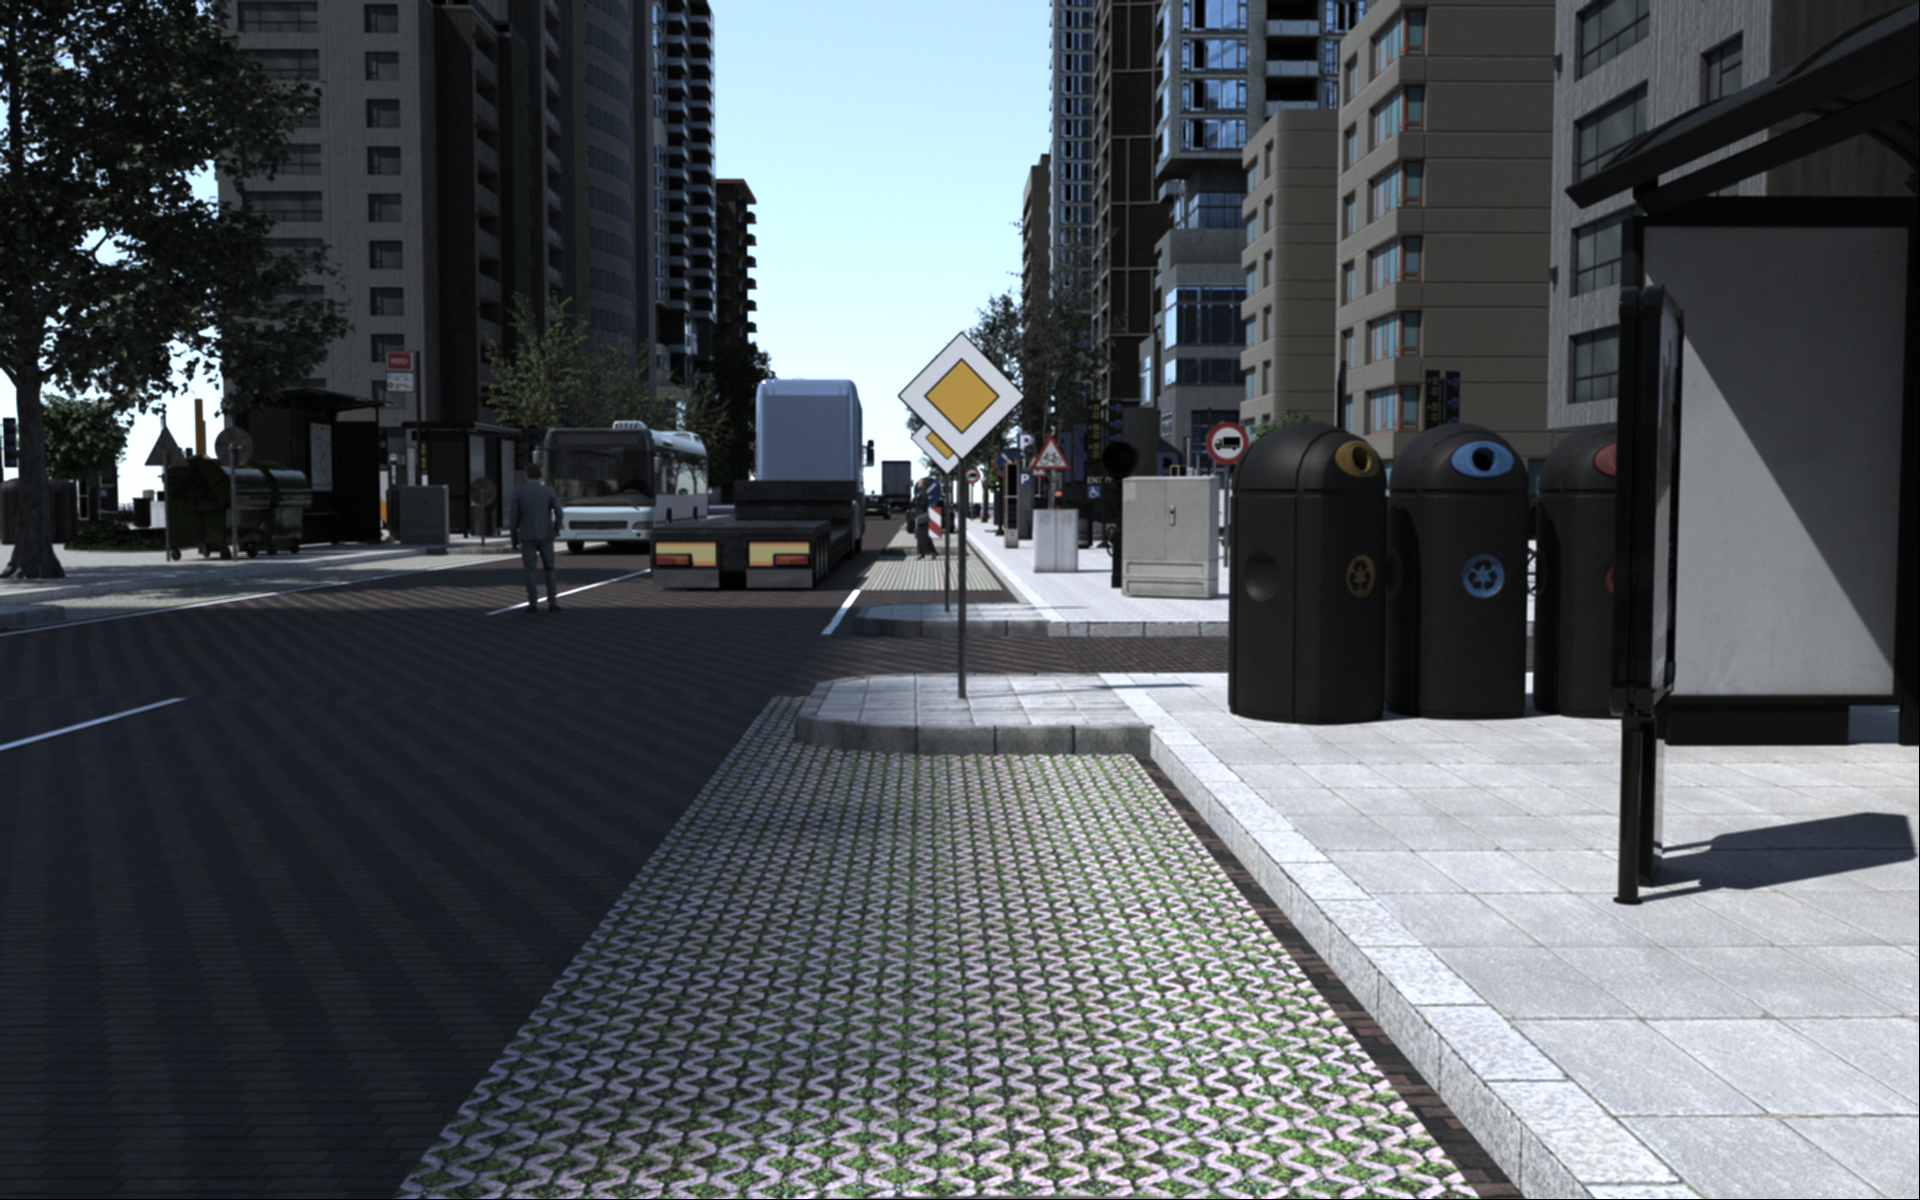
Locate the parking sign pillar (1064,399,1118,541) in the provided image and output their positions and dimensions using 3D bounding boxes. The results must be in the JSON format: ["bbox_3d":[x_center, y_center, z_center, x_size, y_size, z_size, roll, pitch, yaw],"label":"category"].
[{"bbox_3d":[3.752,-3.661,48.329,1.447,3.967,1.447,1,4,8],"label":"parking sign pillar"}]

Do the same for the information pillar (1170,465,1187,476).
[{"bbox_3d":[5.581,-2.433,44.277,0.304,2.012,0.304,-3,5,-40],"label":"information pillar"}]

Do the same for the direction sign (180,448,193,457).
[{"bbox_3d":[-37.775,-5.652,84.403,0.379,3.537,0.876,3,4,37],"label":"direction sign"}]

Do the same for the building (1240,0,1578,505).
[{"bbox_3d":[28.217,-13.930,72.797,27.650,21.520,28.899,0,4,-1],"label":"building"}]

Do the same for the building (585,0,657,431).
[{"bbox_3d":[-36.749,-36.338,136.119,21.231,58.520,28.212,0,4,-1],"label":"building"}]

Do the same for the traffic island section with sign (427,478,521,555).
[{"bbox_3d":[-11.539,-2.015,41.574,1.989,1.847,2.006,0,4,-1],"label":"traffic island section with sign"}]

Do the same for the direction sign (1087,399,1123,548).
[{"bbox_3d":[3.464,-3.031,41.548,0.876,3.537,0.379,-1,4,-10],"label":"direction sign"}]

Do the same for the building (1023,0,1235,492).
[{"bbox_3d":[19.846,-55.189,215.003,22.319,86.520,31.000,0,4,-1],"label":"building"}]

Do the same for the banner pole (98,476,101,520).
[{"bbox_3d":[-36.474,-5.102,73.438,0.401,3.779,0.863,-1,4,-19],"label":"banner pole"}]

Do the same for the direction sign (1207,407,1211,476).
[{"bbox_3d":[6.532,-3.270,45.461,0.379,3.537,0.876,0,4,4],"label":"direction sign"}]

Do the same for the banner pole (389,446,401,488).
[{"bbox_3d":[-29.193,-6.099,89.729,0.863,3.779,0.401,1,4,15],"label":"banner pole"}]

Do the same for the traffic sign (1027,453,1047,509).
[{"bbox_3d":[2.299,-3.286,53.724,0.884,2.594,0.081,0,4,0],"label":"traffic sign"}]

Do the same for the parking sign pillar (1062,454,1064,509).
[{"bbox_3d":[3.894,-4.048,54.651,1.447,3.967,1.447,1,4,16],"label":"parking sign pillar"}]

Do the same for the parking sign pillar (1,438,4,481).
[{"bbox_3d":[-46.544,-5.777,82.922,1.447,3.967,1.447,-1,4,-21],"label":"parking sign pillar"}]

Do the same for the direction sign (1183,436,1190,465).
[{"bbox_3d":[8.884,-4.650,68.027,0.379,3.537,0.876,0,4,-7],"label":"direction sign"}]

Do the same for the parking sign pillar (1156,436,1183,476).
[{"bbox_3d":[9.782,-5.631,80.546,1.447,3.967,1.447,2,4,28],"label":"parking sign pillar"}]

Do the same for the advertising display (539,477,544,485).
[{"bbox_3d":[-15.544,-3.707,65.821,0.974,1.923,0.123,-1,4,-16],"label":"advertising display"}]

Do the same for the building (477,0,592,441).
[{"bbox_3d":[-33.001,-26.396,115.176,14.154,41.232,14.086,0,4,-1],"label":"building"}]

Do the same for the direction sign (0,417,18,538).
[{"bbox_3d":[-28.351,-3.622,51.212,0.876,3.537,0.379,-1,4,-19],"label":"direction sign"}]

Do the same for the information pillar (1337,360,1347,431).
[{"bbox_3d":[6.612,-2.367,30.062,0.183,3.616,0.504,1,4,21],"label":"information pillar"}]

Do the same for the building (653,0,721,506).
[{"bbox_3d":[-39.343,-54.439,202.755,22.319,86.520,31.000,0,4,-1],"label":"building"}]

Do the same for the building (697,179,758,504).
[{"bbox_3d":[-39.153,-35.449,234.209,22.147,44.769,28.867,0,4,-1],"label":"building"}]

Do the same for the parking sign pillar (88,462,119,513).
[{"bbox_3d":[-40.480,-5.701,81.686,1.447,3.967,1.447,-3,5,-41],"label":"parking sign pillar"}]

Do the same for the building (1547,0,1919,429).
[{"bbox_3d":[21.499,-16.126,35.362,14.107,30.474,14.160,0,4,-1],"label":"building"}]

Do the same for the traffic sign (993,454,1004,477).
[{"bbox_3d":[1.350,-3.134,51.348,0.768,2.556,0.104,0,4,6],"label":"traffic sign"}]

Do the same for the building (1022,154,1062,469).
[{"bbox_3d":[19.956,-37.852,242.584,21.300,48.544,21.600,0,4,-1],"label":"building"}]

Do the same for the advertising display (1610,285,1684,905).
[{"bbox_3d":[2.287,-0.034,5.764,0.123,1.923,0.974,2,4,26],"label":"advertising display"}]

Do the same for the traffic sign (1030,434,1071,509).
[{"bbox_3d":[1.967,-2.296,37.550,0.884,2.594,0.081,0,4,7],"label":"traffic sign"}]

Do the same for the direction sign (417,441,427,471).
[{"bbox_3d":[-17.754,-4.036,57.989,0.876,3.537,0.379,1,4,12],"label":"direction sign"}]

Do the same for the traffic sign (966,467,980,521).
[{"bbox_3d":[0.575,-5.067,82.958,0.768,2.556,0.104,0,4,1],"label":"traffic sign"}]

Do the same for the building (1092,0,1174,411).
[{"bbox_3d":[20.301,-43.401,147.853,20.563,71.187,20.611,0,4,-1],"label":"building"}]

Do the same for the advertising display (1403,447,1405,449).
[{"bbox_3d":[6.280,-1.165,24.264,0.123,1.923,0.974,1,4,18],"label":"advertising display"}]

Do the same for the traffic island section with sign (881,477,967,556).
[{"bbox_3d":[-0.859,-1.969,40.825,1.989,1.847,2.006,0,4,-1],"label":"traffic island section with sign"}]

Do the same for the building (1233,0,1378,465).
[{"bbox_3d":[22.263,-49.440,121.015,22.319,86.520,31.000,0,4,-1],"label":"building"}]

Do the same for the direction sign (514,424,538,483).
[{"bbox_3d":[-14.145,-3.946,56.520,0.379,3.537,0.876,3,5,40],"label":"direction sign"}]

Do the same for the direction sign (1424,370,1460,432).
[{"bbox_3d":[8.857,-2.440,31.883,0.876,3.537,0.379,-2,4,-32],"label":"direction sign"}]

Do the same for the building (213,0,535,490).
[{"bbox_3d":[-33.480,-20.130,100.831,14.160,30.474,14.107,0,4,-1],"label":"building"}]

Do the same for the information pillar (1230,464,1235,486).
[{"bbox_3d":[14.709,-6.242,93.413,0.183,3.616,0.504,-1,4,-18],"label":"information pillar"}]

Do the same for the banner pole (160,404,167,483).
[{"bbox_3d":[-22.136,-3.558,48.189,0.401,3.779,0.863,-2,4,-35],"label":"banner pole"}]

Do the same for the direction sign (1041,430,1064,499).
[{"bbox_3d":[3.303,-4.221,61.009,0.876,3.537,0.379,0,4,-1],"label":"direction sign"}]
